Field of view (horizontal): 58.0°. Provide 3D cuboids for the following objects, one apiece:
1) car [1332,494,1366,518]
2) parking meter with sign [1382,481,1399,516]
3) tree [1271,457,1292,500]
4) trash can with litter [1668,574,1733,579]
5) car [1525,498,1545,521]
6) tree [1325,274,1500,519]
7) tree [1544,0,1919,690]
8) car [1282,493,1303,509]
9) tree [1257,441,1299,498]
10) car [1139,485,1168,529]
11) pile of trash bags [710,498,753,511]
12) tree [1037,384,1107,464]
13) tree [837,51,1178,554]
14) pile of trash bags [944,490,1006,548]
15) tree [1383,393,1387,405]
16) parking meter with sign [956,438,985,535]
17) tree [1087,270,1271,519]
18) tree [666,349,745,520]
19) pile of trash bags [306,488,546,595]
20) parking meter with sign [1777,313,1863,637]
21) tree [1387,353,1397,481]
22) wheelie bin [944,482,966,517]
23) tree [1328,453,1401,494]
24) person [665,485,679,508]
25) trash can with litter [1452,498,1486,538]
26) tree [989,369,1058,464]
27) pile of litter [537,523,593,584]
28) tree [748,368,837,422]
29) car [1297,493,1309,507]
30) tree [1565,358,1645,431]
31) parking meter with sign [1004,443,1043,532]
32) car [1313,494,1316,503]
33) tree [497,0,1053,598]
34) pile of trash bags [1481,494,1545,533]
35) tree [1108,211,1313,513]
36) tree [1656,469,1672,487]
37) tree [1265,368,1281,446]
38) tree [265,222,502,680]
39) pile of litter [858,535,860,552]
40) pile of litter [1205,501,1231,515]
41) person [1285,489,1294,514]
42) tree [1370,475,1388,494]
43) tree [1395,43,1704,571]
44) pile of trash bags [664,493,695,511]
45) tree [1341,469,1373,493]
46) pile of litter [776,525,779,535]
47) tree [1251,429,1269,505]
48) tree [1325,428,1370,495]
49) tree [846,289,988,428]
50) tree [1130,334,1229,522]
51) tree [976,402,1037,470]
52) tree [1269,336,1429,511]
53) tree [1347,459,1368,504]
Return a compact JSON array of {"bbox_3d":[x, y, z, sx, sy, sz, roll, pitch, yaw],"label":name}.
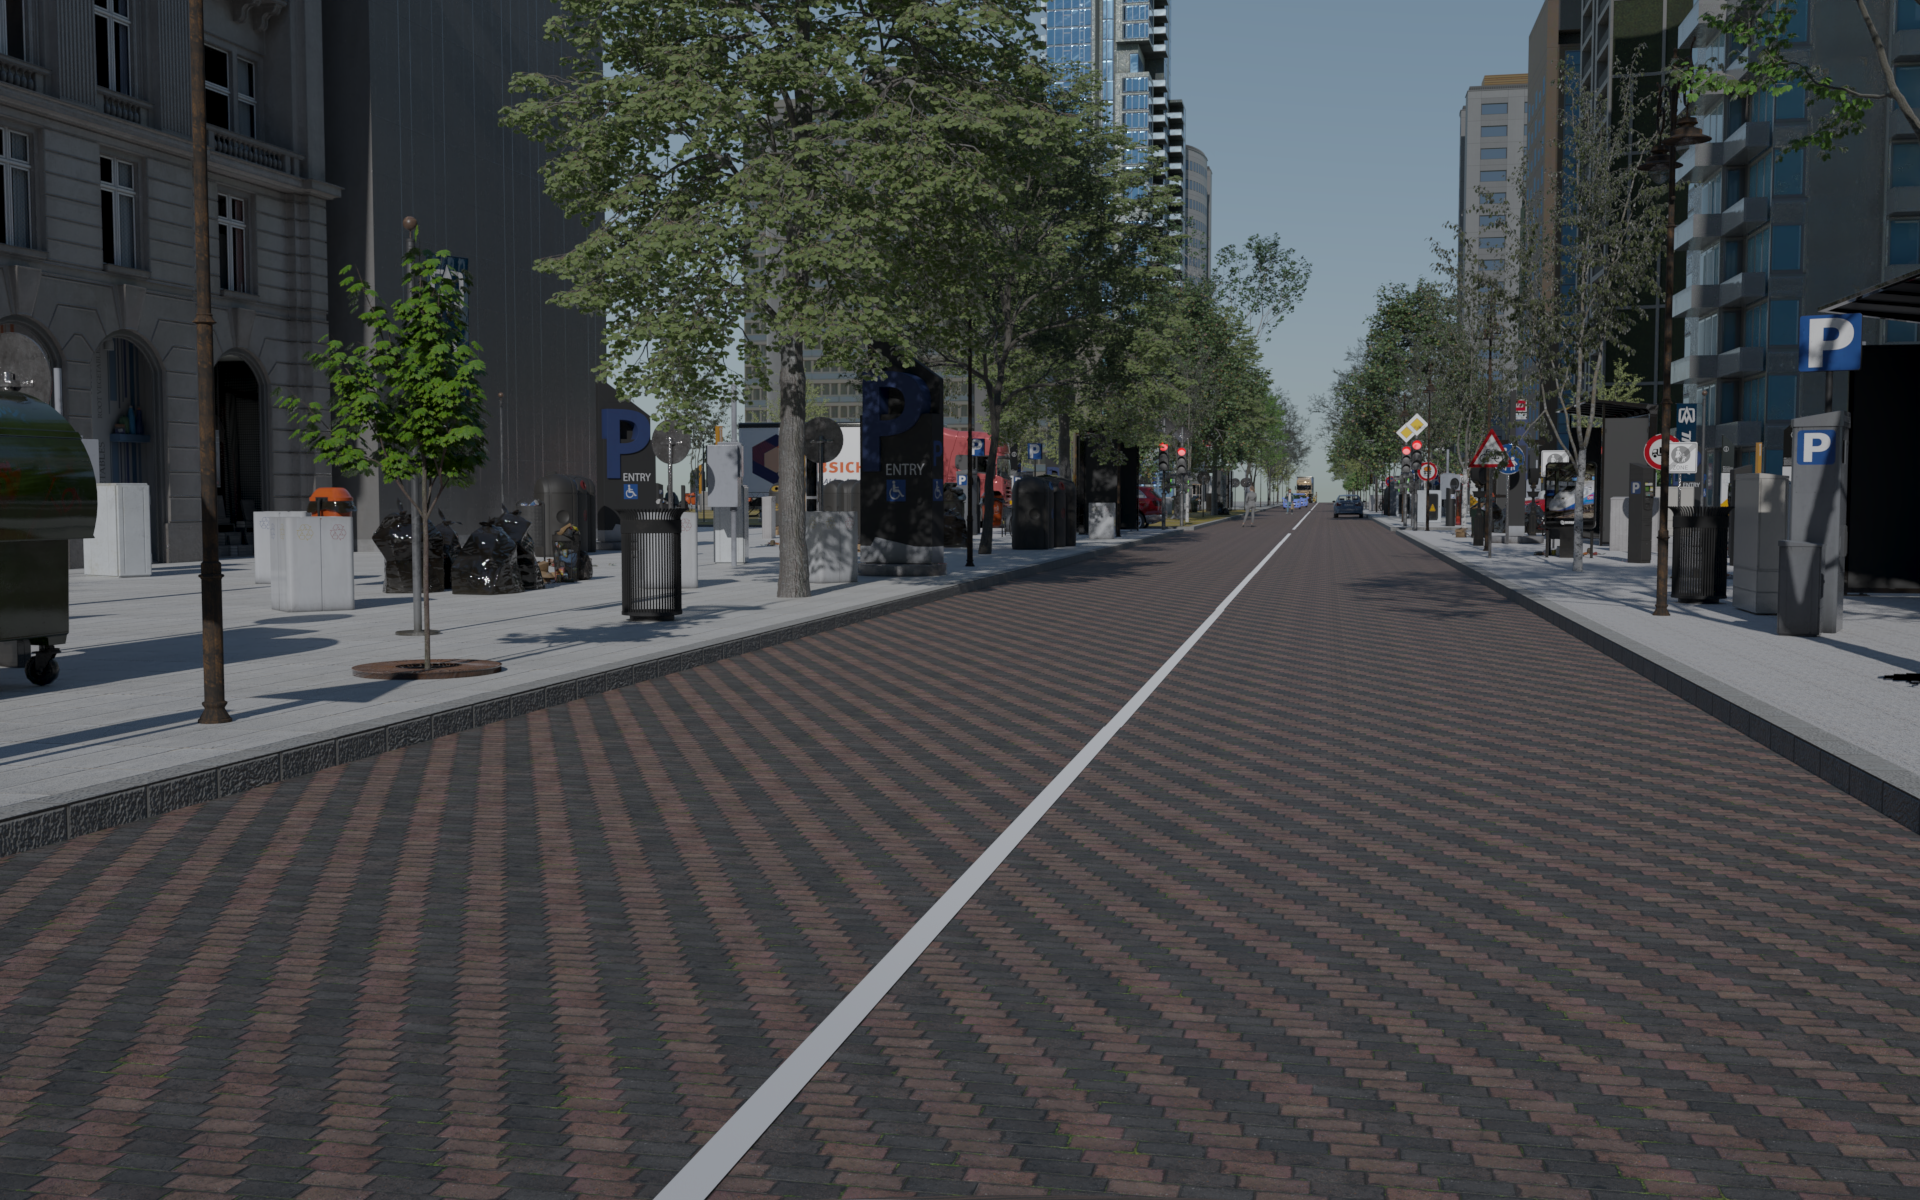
[{"bbox_3d":[23.621,-5.702,105.232,2.014,1.417,4.499,1,4,13],"label":"car"},{"bbox_3d":[25.647,-6.460,101.878,1.738,3.016,0.543,2,4,34],"label":"parking meter with sign"},{"bbox_3d":[50.781,-19.896,275.654,4.360,8.622,3.978,0,3,0],"label":"tree"},{"bbox_3d":[11.899,-0.935,26.349,2.233,1.210,1.678,1,4,13],"label":"trash can with litter"},{"bbox_3d":[22.606,-3.331,63.128,5.304,1.827,2.281,1,4,10],"label":"car"},{"bbox_3d":[23.830,-10.619,90.630,9.611,12.733,9.660,0,3,0],"label":"tree"},{"bbox_3d":[6.779,-5.222,11.140,9.928,11.665,9.643,0,3,0],"label":"tree"},{"bbox_3d":[31.454,-9.444,163.994,1.945,1.707,3.694,1,4,11],"label":"car"},{"bbox_3d":[43.059,-17.616,238.381,4.737,8.622,4.395,0,3,0],"label":"tree"},{"bbox_3d":[5.346,-3.562,66.914,5.304,1.827,2.281,1,4,13],"label":"car"},{"bbox_3d":[-17.872,-7.674,135.219,3.447,1.369,1.912,0,4,5],"label":"pile of trash bags"},{"bbox_3d":[7.944,-9.650,108.140,4.737,8.622,4.395,0,3,0],"label":"tree"},{"bbox_3d":[0.841,-6.246,36.532,7.601,10.594,8.767,2,4,23],"label":"tree"},{"bbox_3d":[-0.401,-1.973,42.014,3.447,1.369,1.912,-2,4,-33],"label":"pile of trash bags"},{"bbox_3d":[22.202,-8.073,82.357,4.360,8.622,3.978,0,3,0],"label":"tree"},{"bbox_3d":[0.178,-3.504,53.550,0.543,3.016,1.738,2,4,24],"label":"parking meter with sign"},{"bbox_3d":[11.309,-10.527,89.132,9.611,12.733,9.660,0,3,0],"label":"tree"},{"bbox_3d":[-12.979,-8.329,86.540,4.360,8.622,3.978,0,3,0],"label":"tree"},{"bbox_3d":[-7.241,-0.821,23.180,3.447,1.369,1.912,1,4,18],"label":"pile of trash bags"},{"bbox_3d":[8.016,-1.220,16.205,0.543,3.016,1.738,2,4,32],"label":"parking meter with sign"},{"bbox_3d":[15.442,-6.216,51.988,4.360,8.622,3.978,0,3,0],"label":"tree"},{"bbox_3d":[-0.234,-2.380,46.820,0.693,1.594,0.980,2,4,30],"label":"wheelie bin"},{"bbox_3d":[40.163,-14.164,165.994,8.767,10.594,7.601,3,5,41],"label":"tree"},{"bbox_3d":[-12.063,-3.875,71.834,0.794,1.824,0.713,-2,4,-27],"label":"person"},{"bbox_3d":[14.988,-2.411,50.805,1.055,1.170,0.624,2,4,27],"label":"trash can with litter"},{"bbox_3d":[3.029,-8.748,93.387,4.360,8.622,3.978,0,3,0],"label":"tree"},{"bbox_3d":[-6.036,-0.703,25.463,1.176,0.858,1.719,1,4,23],"label":"pile of litter"},{"bbox_3d":[-9.788,-9.176,100.391,4.737,8.622,4.395,0,3,0],"label":"tree"},{"bbox_3d":[36.762,-10.874,187.375,1.945,1.707,3.694,1,4,11],"label":"car"},{"bbox_3d":[34.811,-8.731,93.113,4.737,8.622,4.395,0,3,0],"label":"tree"},{"bbox_3d":[2.120,-3.827,58.840,0.543,3.016,1.738,2,4,34],"label":"parking meter with sign"},{"bbox_3d":[58.469,-17.024,288.570,2.015,1.641,3.980,1,4,14],"label":"car"},{"bbox_3d":[-1.721,-6.293,21.013,7.486,12.596,7.792,0,3,0],"label":"tree"},{"bbox_3d":[18.257,-2.959,58.128,1.912,1.369,3.447,0,4,-8],"label":"pile of trash bags"},{"bbox_3d":[16.534,-15.963,116.883,12.611,20.169,13.585,0,3,0],"label":"tree"},{"bbox_3d":[44.325,-7.885,112.636,4.285,4.588,4.351,0,3,0],"label":"tree"},{"bbox_3d":[15.588,-11.350,103.696,7.486,12.596,7.792,0,3,0],"label":"tree"},{"bbox_3d":[-3.814,-1.094,12.496,1.663,3.219,1.824,0,3,0],"label":"tree"},{"bbox_3d":[-2.036,-1.496,38.431,1.176,0.858,1.719,-2,4,-35],"label":"pile of litter"},{"bbox_3d":[15.825,-5.646,106.271,1.719,0.858,1.176,0,4,1],"label":"pile of litter"},{"bbox_3d":[23.304,-6.950,122.113,0.794,1.824,0.713,3,4,36],"label":"person"},{"bbox_3d":[35.167,-9.129,143.862,1.663,3.219,1.824,0,3,0],"label":"tree"},{"bbox_3d":[10.211,-4.798,28.807,4.360,8.622,3.978,0,3,0],"label":"tree"},{"bbox_3d":[-23.309,-7.963,139.947,3.447,1.369,1.912,1,4,10],"label":"pile of trash bags"},{"bbox_3d":[45.986,-13.136,198.480,4.285,4.588,4.351,0,3,0],"label":"tree"},{"bbox_3d":[-5.535,-2.482,54.544,1.176,0.858,1.719,2,4,34],"label":"pile of litter"},{"bbox_3d":[35.021,-17.423,195.230,12.009,13.543,11.850,0,3,0],"label":"tree"},{"bbox_3d":[51.456,-18.828,225.956,7.486,12.596,7.792,0,3,0],"label":"tree"},{"bbox_3d":[-1.583,-6.552,57.484,4.360,8.622,3.978,0,3,0],"label":"tree"},{"bbox_3d":[10.212,-7.883,79.245,4.360,8.622,3.978,0,3,0],"label":"tree"},{"bbox_3d":[3.625,-10.098,115.460,4.737,8.622,4.395,0,3,0],"label":"tree"},{"bbox_3d":[31.035,-13.382,129.158,12.009,13.543,11.850,0,3,0],"label":"tree"},{"bbox_3d":[41.860,-14.031,179.770,4.737,8.622,4.395,0,3,0],"label":"tree"}]
